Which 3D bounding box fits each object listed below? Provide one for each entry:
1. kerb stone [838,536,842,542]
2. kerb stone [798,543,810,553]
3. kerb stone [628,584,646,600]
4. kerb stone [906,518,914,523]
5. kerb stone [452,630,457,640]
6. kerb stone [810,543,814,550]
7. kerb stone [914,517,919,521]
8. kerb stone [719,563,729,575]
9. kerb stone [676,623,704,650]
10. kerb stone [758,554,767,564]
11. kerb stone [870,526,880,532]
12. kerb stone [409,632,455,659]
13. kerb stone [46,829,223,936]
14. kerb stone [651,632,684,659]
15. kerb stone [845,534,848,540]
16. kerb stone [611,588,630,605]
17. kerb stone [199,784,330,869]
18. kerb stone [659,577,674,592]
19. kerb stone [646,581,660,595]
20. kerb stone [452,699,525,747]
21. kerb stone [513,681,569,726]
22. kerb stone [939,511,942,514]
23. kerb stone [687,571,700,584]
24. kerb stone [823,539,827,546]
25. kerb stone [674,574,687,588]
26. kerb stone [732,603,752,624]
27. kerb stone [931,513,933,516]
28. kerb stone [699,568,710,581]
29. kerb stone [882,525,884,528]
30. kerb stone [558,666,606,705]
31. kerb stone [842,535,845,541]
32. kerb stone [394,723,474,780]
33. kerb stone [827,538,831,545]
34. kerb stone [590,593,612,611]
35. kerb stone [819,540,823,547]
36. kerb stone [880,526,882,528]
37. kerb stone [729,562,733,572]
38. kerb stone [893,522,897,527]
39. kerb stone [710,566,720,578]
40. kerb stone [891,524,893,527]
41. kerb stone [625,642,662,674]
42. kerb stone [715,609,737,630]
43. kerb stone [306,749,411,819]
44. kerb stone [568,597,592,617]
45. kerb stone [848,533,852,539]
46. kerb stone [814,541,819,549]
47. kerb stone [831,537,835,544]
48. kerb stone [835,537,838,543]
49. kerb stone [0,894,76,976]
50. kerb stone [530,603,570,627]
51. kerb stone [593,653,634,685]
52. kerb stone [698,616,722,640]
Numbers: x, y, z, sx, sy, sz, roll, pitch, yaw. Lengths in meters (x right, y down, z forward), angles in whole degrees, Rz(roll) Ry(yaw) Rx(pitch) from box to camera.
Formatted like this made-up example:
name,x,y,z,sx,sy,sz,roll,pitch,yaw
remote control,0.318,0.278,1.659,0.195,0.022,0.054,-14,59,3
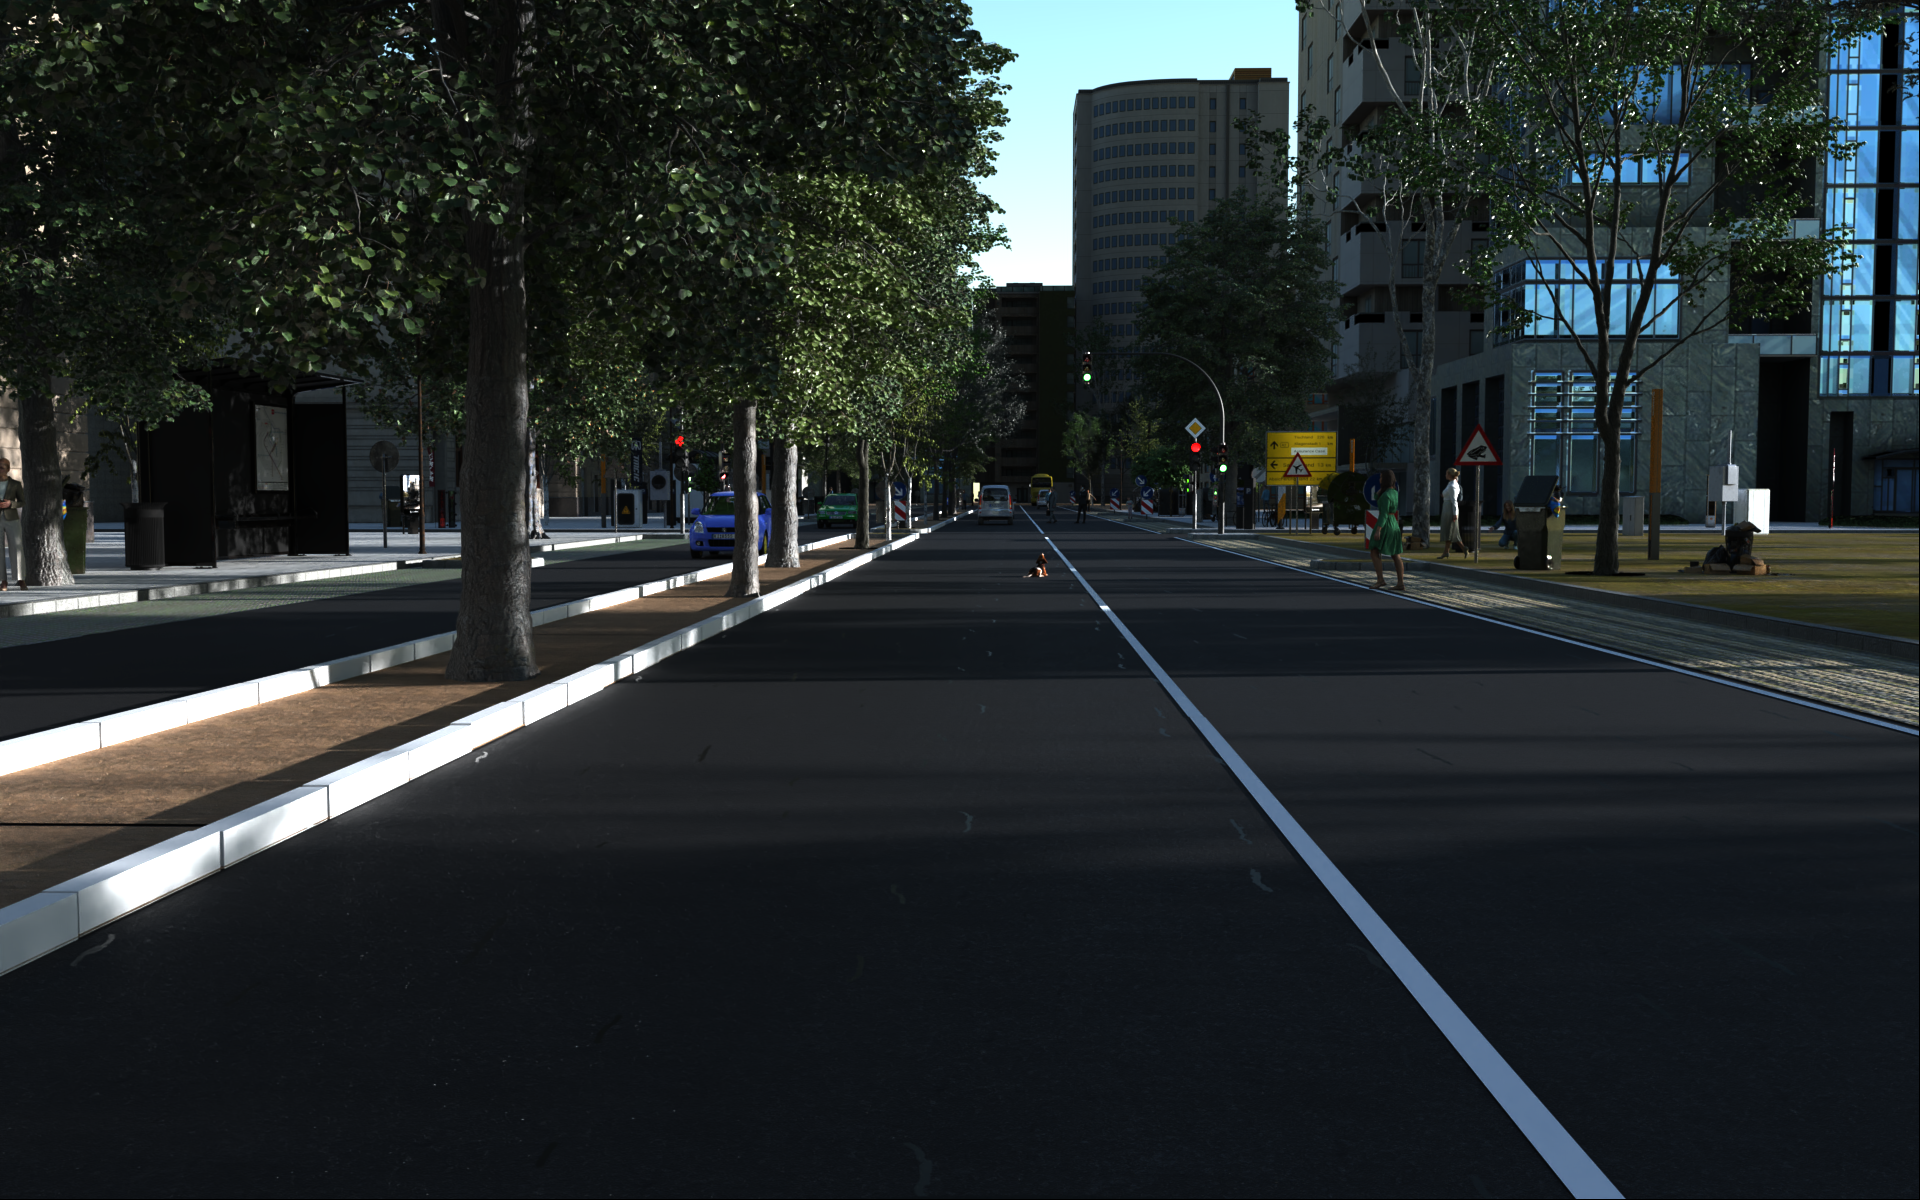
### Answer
name,x,y,z,sx,sy,sz,roll,pitch,yaw
kerb stone,-3.676,-1.770,51.182,0.120,0.150,1.000,0,4,2
kerb stone,-3.912,-1.270,42.987,0.120,0.150,1.000,0,4,2
kerb stone,-4.474,-0.083,23.566,0.120,0.150,1.000,0,4,2
kerb stone,-2.587,-4.067,88.689,0.120,0.150,1.000,0,4,2
kerb stone,-4.685,0.358,16.385,0.120,0.150,1.000,0,4,2
kerb stone,-3.888,-1.334,44.009,0.120,0.150,1.000,0,4,2
kerb stone,-2.436,-4.380,93.816,0.120,0.150,1.000,0,4,2
kerb stone,-4.277,-0.520,30.725,0.120,0.150,1.000,0,4,2
kerb stone,-2.587,0.358,16.341,0.120,0.150,1.000,0,4,2
kerb stone,-4.117,-0.827,35.833,0.120,0.150,1.000,0,4,2
kerb stone,-3.236,-2.684,66.120,0.120,0.150,1.000,0,4,2
kerb stone,-4.721,0.418,15.363,0.120,0.150,1.000,0,4,2
kerb stone,-2.891,0.985,6.095,0.120,0.150,1.000,0,4,2
kerb stone,-2.621,0.421,15.315,0.120,0.150,1.000,0,4,2
kerb stone,-3.614,-1.892,53.225,0.120,0.150,1.000,0,4,2
kerb stone,-4.504,-0.017,22.539,0.120,0.150,1.000,0,4,2
kerb stone,-2.857,0.927,7.116,0.120,0.150,1.000,0,4,2
kerb stone,-4.419,-0.207,25.609,0.120,0.150,1.000,0,4,2
kerb stone,-4.457,-0.146,24.588,0.120,0.150,1.000,0,4,2
kerb stone,-2.778,0.734,10.191,0.120,0.150,1.000,0,4,2
kerb stone,-2.735,0.673,11.214,0.120,0.150,1.000,0,4,2
kerb stone,-1.301,-6.758,132.779,0.120,0.150,1.000,0,4,2
kerb stone,-4.348,-0.334,27.652,0.120,0.150,1.000,0,4,2
kerb stone,-3.789,-1.519,47.084,0.120,0.150,1.000,0,4,2
kerb stone,-4.392,-0.271,26.630,0.120,0.150,1.000,0,4,2
kerb stone,-2.498,0.171,19.406,0.120,0.150,1.000,0,4,2
kerb stone,-1.896,-5.509,112.275,0.120,0.150,1.000,0,4,2
kerb stone,-4.324,-0.397,28.681,0.120,0.150,1.000,0,4,2
kerb stone,-3.183,-2.811,68.169,0.120,0.150,1.000,0,4,2
kerb stone,-2.701,0.610,12.242,0.120,0.150,1.000,0,4,2
kerb stone,-3.653,-1.833,52.203,0.120,0.150,1.000,0,4,2
kerb stone,-2.798,0.804,9.162,0.120,0.150,1.000,0,4,2
kerb stone,-3.768,-1.583,48.108,0.120,0.150,1.000,0,4,2
kerb stone,-4.536,0.041,21.518,0.120,0.150,1.000,0,4,2
kerb stone,-3.820,-1.451,46.063,0.120,0.150,1.000,0,4,2
kerb stone,-3.214,-2.749,67.142,0.120,0.150,1.000,0,4,2
kerb stone,-4.246,-0.583,31.747,0.120,0.150,1.000,0,4,2
kerb stone,-2.902,-3.374,77.411,0.120,0.150,1.000,0,4,2
kerb stone,-4.305,-0.459,29.703,0.120,0.150,1.000,0,4,2
kerb stone,-3.032,-3.125,73.311,0.120,0.150,1.000,0,4,2
kerb stone,-2.642,0.483,14.293,0.120,0.150,1.000,0,4,2
kerb stone,-2.529,0.233,18.384,0.120,0.150,1.000,0,4,2
kerb stone,-2.825,0.860,8.138,0.120,0.150,1.000,0,4,2
kerb stone,-4.565,0.104,20.491,0.120,0.150,1.000,0,4,2
kerb stone,-3.583,-1.958,54.246,0.120,0.150,1.000,0,4,2
kerb stone,-3.856,-1.397,45.030,0.120,0.150,1.000,0,4,2
kerb stone,-3.733,-1.646,49.133,0.120,0.150,1.000,0,4,2
kerb stone,-3.704,-1.710,50.155,0.120,0.150,1.000,0,4,2
kerb stone,-2.912,1.047,5.073,0.120,0.150,1.000,0,4,2
kerb stone,-4.604,0.169,19.469,0.120,0.150,1.000,0,4,2
kerb stone,-2.684,0.550,13.264,0.120,0.150,1.000,0,4,2
kerb stone,-2.556,0.296,17.362,0.120,0.150,1.000,0,4,2
